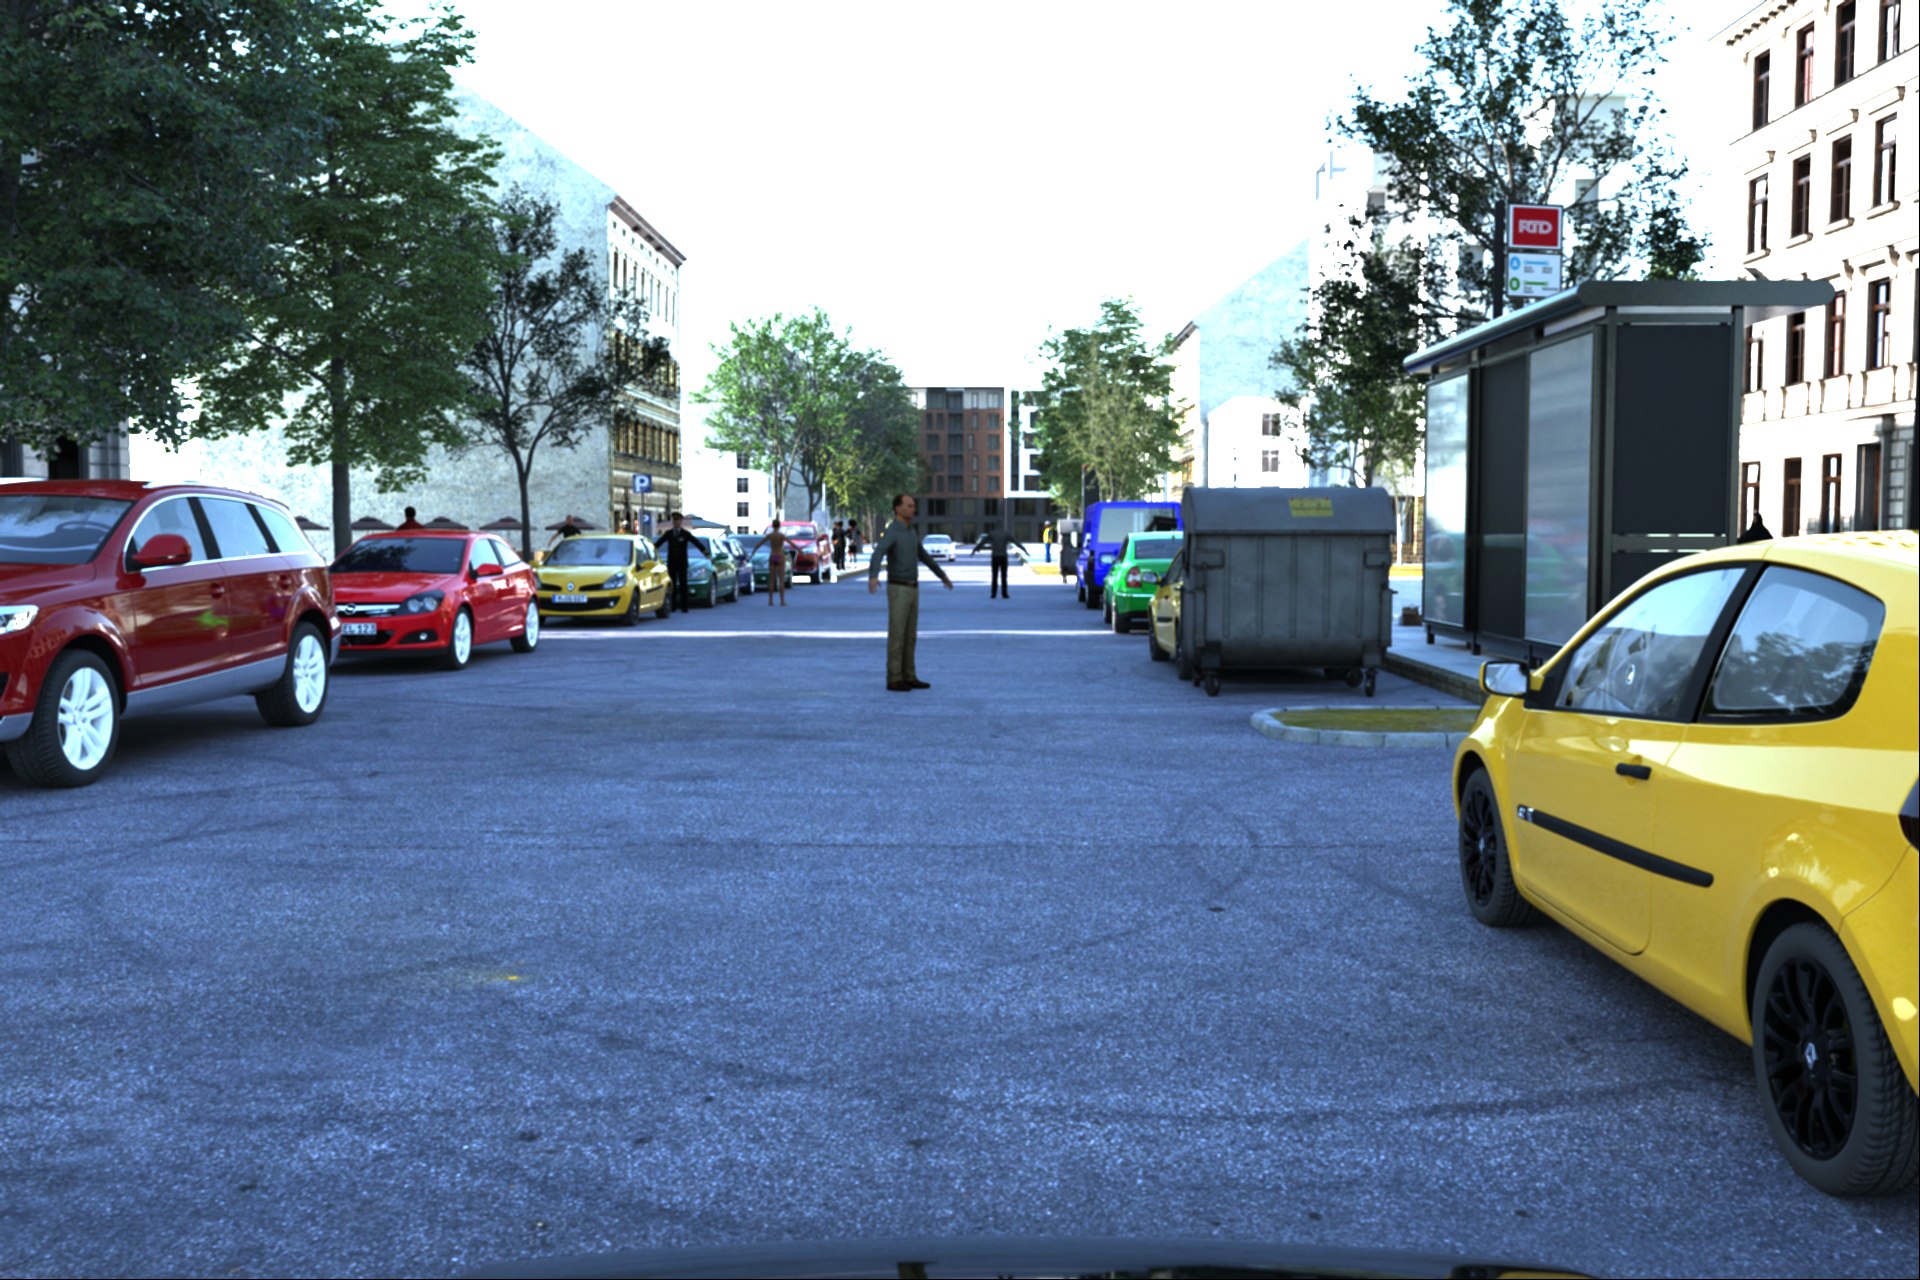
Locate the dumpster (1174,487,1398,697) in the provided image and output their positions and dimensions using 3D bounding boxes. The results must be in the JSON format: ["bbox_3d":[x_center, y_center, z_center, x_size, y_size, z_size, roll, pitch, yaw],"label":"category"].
[{"bbox_3d":[2.926,-0.459,15.724,1.865,1.857,1.264,0,4,1],"label":"dumpster"}]

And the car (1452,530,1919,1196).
[{"bbox_3d":[2.718,0.310,5.163,2.015,1.641,3.980,0,4,1],"label":"car"}]

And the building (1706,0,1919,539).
[{"bbox_3d":[27.958,-11.020,43.801,10.561,19.211,19.286,0,4,1],"label":"building"}]

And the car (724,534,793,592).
[{"bbox_3d":[-5.372,-1.997,44.444,2.131,1.459,4.920,0,4,1],"label":"car"}]

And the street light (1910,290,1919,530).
[{"bbox_3d":[6.528,-2.334,10.703,1.470,5.913,1.316,0,4,1],"label":"street light"}]

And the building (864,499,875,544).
[{"bbox_3d":[-20.860,-23.822,220.417,19.493,23.208,18.063,0,4,2],"label":"building"}]

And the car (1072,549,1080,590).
[{"bbox_3d":[3.844,-2.058,43.442,2.009,1.686,4.222,0,4,1],"label":"car"}]

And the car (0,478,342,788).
[{"bbox_3d":[-5.906,-0.172,11.481,2.281,1.827,5.304,0,4,2],"label":"car"}]

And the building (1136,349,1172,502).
[{"bbox_3d":[27.304,-18.813,174.049,16.747,18.905,31.486,0,4,1],"label":"building"}]

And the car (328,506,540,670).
[{"bbox_3d":[-6.088,-0.643,19.551,2.155,1.783,4.494,0,4,1],"label":"car"}]

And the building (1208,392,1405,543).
[{"bbox_3d":[21.431,-10.049,106.453,9.099,9.664,28.070,0,4,1],"label":"building"}]

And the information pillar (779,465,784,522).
[{"bbox_3d":[-6.044,-4.115,58.643,0.183,3.616,0.504,0,4,2],"label":"information pillar"}]

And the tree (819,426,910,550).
[{"bbox_3d":[-7.118,-12.377,136.775,7.601,10.594,8.767,3,5,41],"label":"tree"}]

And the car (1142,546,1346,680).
[{"bbox_3d":[2.995,-0.502,18.437,2.015,1.641,3.980,0,4,0],"label":"car"}]

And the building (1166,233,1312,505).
[{"bbox_3d":[26.058,-18.323,130.510,19.493,23.208,18.063,0,4,1],"label":"building"}]

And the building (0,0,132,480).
[{"bbox_3d":[-29.508,-12.002,36.898,13.314,22.015,24.055,0,4,2],"label":"building"}]

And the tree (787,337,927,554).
[{"bbox_3d":[-6.686,-12.686,114.075,9.857,13.997,8.962,0,3,0],"label":"tree"}]

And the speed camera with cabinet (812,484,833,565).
[{"bbox_3d":[-5.460,-4.544,68.637,0.660,3.252,2.038,0,4,3],"label":"speed camera with cabinet"}]

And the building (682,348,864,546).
[{"bbox_3d":[-20.977,-22.478,198.448,19.493,23.208,18.063,0,4,1],"label":"building"}]

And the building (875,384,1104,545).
[{"bbox_3d":[4.033,-24.557,247.940,32.646,21.610,27.936,0,3,0],"label":"building"}]

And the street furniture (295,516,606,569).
[{"bbox_3d":[-26.798,-3.424,61.015,27.439,1.986,14.083,0,4,-5],"label":"street furniture"}]

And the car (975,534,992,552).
[{"bbox_3d":[2.184,-7.850,138.134,2.009,1.686,4.222,0,3,0],"label":"car"}]

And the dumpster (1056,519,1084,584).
[{"bbox_3d":[3.743,-2.585,50.475,1.865,1.857,1.264,0,4,0],"label":"dumpster"}]

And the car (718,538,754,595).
[{"bbox_3d":[-5.778,-1.652,39.596,1.945,1.354,3.894,0,4,2],"label":"car"}]

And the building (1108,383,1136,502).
[{"bbox_3d":[26.927,-22.568,199.916,19.493,23.208,18.063,0,4,1],"label":"building"}]

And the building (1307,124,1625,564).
[{"bbox_3d":[22.791,-14.078,86.603,16.016,20.090,11.380,0,4,1],"label":"building"}]

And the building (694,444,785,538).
[{"bbox_3d":[-21.999,-14.122,173.049,9.099,9.664,28.070,0,4,1],"label":"building"}]

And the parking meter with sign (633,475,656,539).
[{"bbox_3d":[-9.295,-3.385,51.609,0.543,3.016,1.738,0,4,1],"label":"parking meter with sign"}]

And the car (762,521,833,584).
[{"bbox_3d":[-4.929,-2.586,50.949,2.281,1.827,5.304,0,4,1],"label":"car"}]

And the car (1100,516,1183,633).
[{"bbox_3d":[3.151,-1.079,26.440,1.959,1.807,4.718,0,4,2],"label":"car"}]

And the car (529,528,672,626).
[{"bbox_3d":[-5.838,-1.095,28.122,2.015,1.641,3.980,0,4,2],"label":"car"}]

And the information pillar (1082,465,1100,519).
[{"bbox_3d":[4.963,-4.655,65.493,0.750,3.857,0.750,0,4,1],"label":"information pillar"}]

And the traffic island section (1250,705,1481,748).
[{"bbox_3d":[3.167,0.627,12.614,1.991,0.108,1.994,0,4,1],"label":"traffic island section"}]

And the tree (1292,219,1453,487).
[{"bbox_3d":[9.863,-5.583,41.644,4.737,8.622,4.395,0,3,0],"label":"tree"}]

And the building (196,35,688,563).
[{"bbox_3d":[-24.700,-15.600,85.983,19.493,23.208,18.063,0,4,1],"label":"building"}]

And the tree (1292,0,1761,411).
[{"bbox_3d":[8.796,-5.689,27.434,7.601,10.594,8.767,1,4,14],"label":"tree"}]

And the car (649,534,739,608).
[{"bbox_3d":[-5.636,-1.424,35.086,2.131,1.459,4.920,0,4,2],"label":"car"}]

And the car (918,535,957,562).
[{"bbox_3d":[-1.213,-4.843,91.547,2.083,1.381,4.827,0,4,1],"label":"car"}]

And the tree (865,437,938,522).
[{"bbox_3d":[-5.916,-13.056,147.885,8.767,10.594,7.601,0,4,6],"label":"tree"}]
